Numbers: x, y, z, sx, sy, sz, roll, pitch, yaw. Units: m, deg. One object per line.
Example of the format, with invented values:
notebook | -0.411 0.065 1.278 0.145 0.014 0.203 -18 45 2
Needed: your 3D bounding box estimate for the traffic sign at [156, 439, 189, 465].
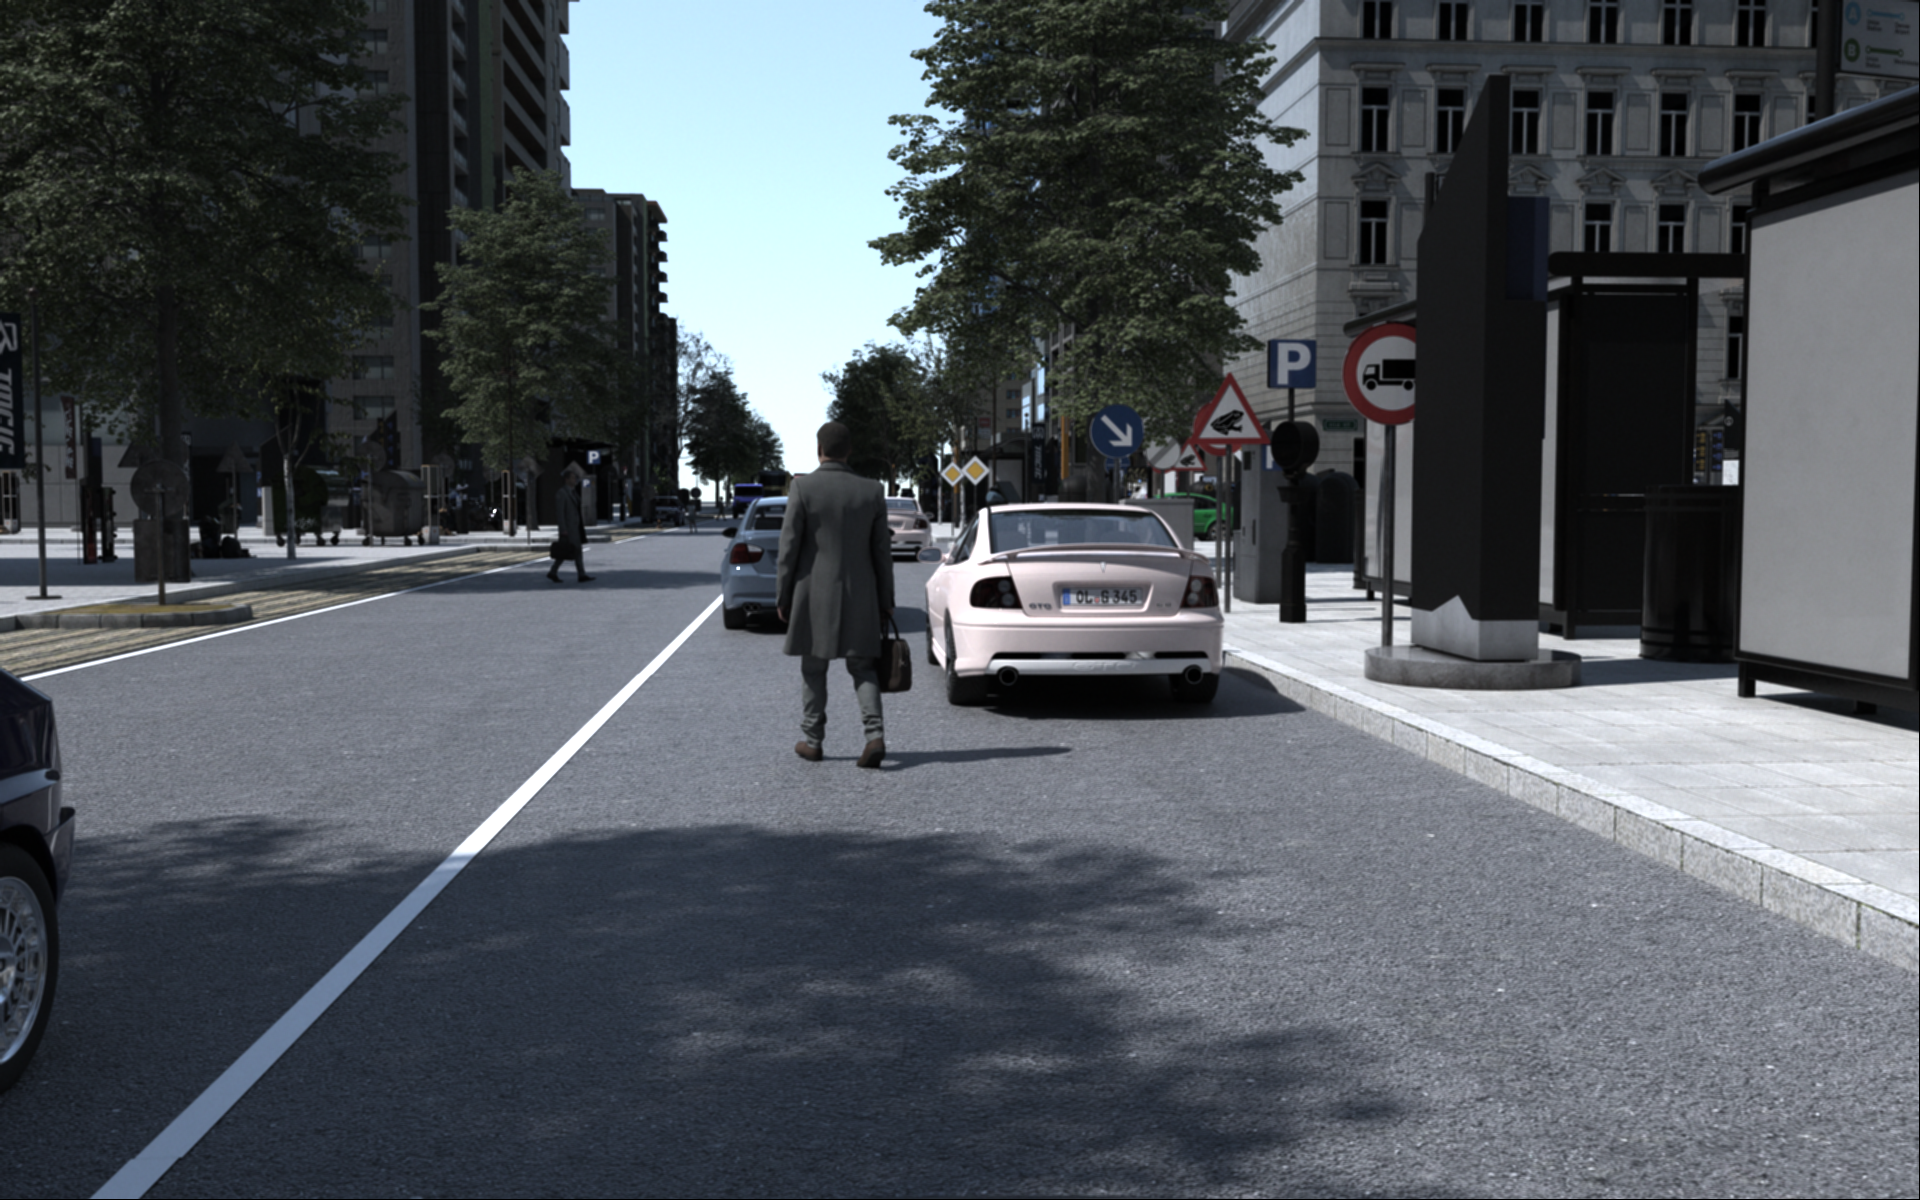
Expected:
traffic sign | -16.895 -2.265 37.133 0.768 2.556 0.104 0 4 4

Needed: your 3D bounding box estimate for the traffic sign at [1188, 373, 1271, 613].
traffic sign | 2.887 -1.139 18.629 0.884 2.594 0.081 0 4 2

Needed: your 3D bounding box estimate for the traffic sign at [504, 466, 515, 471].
traffic sign | -20.141 -4.748 77.735 0.768 2.556 0.104 0 4 -4

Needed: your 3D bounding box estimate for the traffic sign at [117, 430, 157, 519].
traffic sign | -16.580 -2.141 35.007 0.884 2.594 0.081 0 4 -1

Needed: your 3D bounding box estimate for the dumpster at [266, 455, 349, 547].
dumpster | -16.127 -2.468 42.845 1.502 2.255 1.985 0 4 -5

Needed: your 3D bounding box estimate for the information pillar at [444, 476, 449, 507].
information pillar | -20.626 -3.958 69.212 0.304 2.012 0.304 2 4 23

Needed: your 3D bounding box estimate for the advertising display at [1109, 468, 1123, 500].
advertising display | 3.880 -2.304 42.891 0.123 1.923 0.974 1 4 22

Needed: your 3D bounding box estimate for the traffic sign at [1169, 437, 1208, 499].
traffic sign | 5.238 -2.431 39.751 0.884 2.594 0.081 0 4 2

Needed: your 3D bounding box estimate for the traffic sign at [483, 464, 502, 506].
traffic sign | -18.629 -4.213 68.988 0.768 2.556 0.104 0 4 1

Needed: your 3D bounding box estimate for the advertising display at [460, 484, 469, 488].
advertising display | -31.157 -6.293 108.106 0.974 1.923 0.123 -1 4 -20

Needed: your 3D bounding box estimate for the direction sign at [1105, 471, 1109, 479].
direction sign | 8.674 -6.864 104.221 0.379 3.537 0.876 3 5 42

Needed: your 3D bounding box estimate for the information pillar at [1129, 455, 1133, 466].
information pillar | 9.551 -6.449 96.793 0.183 3.616 0.504 -1 4 -9

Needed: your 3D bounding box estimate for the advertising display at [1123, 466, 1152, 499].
advertising display | 4.125 -2.120 39.874 0.123 1.923 0.974 -2 4 -24

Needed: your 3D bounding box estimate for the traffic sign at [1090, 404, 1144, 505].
traffic sign | 2.230 -1.500 24.626 0.768 2.556 0.104 0 4 5

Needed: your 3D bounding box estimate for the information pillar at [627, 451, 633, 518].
information pillar | -18.078 -6.323 94.734 0.183 3.616 0.504 -2 4 -34

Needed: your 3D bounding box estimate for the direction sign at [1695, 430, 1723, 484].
direction sign | 26.330 -4.218 60.963 0.876 3.537 0.379 1 4 18

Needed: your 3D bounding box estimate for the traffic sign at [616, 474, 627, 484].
traffic sign | -20.994 -6.570 107.518 0.768 2.556 0.104 0 4 -3

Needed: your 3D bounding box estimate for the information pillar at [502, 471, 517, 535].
information pillar | -14.286 -3.085 54.925 0.304 2.012 0.304 2 4 34

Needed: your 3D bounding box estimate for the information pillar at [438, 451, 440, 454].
information pillar | -28.201 -6.276 93.961 0.183 3.616 0.504 -2 4 -32

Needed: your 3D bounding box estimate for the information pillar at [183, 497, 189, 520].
information pillar | -28.583 -3.622 63.708 0.304 2.012 0.304 0 3 0

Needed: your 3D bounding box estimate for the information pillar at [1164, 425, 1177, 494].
information pillar | 6.931 -4.031 57.267 0.504 3.616 0.183 2 4 32

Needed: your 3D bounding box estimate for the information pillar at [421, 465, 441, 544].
information pillar | -13.546 -2.436 44.314 0.304 2.012 0.304 2 4 35

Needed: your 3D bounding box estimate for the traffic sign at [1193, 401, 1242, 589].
traffic sign | 3.514 -1.428 23.457 0.768 2.556 0.104 0 4 -4

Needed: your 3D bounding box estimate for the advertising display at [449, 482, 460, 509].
advertising display | -27.248 -5.330 92.357 0.123 1.923 0.974 2 4 32

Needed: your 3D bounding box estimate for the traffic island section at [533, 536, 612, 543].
traffic island section | -11.558 -1.808 51.843 2.009 0.180 2.903 0 4 -4

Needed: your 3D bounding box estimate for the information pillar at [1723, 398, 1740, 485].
information pillar | 18.831 -3.114 42.268 0.183 3.616 0.504 -2 4 -27

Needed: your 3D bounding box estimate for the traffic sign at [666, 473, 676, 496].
traffic sign | -18.088 -6.577 107.545 0.884 2.594 0.081 0 4 -2

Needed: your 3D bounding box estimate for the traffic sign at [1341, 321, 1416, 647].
traffic sign | 3.187 -0.780 12.852 0.768 2.556 0.104 0 4 -2

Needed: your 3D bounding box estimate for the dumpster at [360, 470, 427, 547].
dumpster | -14.031 -2.270 42.866 1.264 1.857 1.865 0 4 -4

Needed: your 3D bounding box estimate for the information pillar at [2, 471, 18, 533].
information pillar | -30.954 -3.177 56.442 0.304 2.012 0.304 1 4 11

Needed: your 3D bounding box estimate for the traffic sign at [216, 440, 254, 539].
traffic sign | -17.505 -2.557 41.810 0.884 2.594 0.081 0 4 -3

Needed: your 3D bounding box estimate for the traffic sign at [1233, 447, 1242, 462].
traffic sign | 4.190 -1.473 25.273 0.795 2.450 0.064 0 4 -3

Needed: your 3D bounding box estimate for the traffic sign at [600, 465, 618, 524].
traffic sign | -15.283 -4.607 75.431 0.768 2.556 0.104 0 4 3

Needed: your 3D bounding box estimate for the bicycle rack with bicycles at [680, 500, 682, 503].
bicycle rack with bicycles | -19.353 -6.087 112.901 2.852 0.926 2.925 -1 4 -17

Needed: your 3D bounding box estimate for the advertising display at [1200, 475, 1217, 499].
advertising display | 8.666 -3.360 60.151 0.974 1.923 0.123 -3 5 -43

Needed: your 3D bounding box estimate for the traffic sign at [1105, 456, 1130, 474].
traffic sign | 4.726 -3.178 52.060 0.768 2.556 0.104 0 4 1

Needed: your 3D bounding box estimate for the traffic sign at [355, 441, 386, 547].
traffic sign | -14.221 -2.548 41.772 0.768 2.556 0.104 0 4 5

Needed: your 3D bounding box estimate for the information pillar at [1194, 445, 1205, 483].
information pillar | 9.500 -4.736 68.788 0.183 3.616 0.504 -3 4 -38

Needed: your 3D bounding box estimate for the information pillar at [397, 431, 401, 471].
information pillar | -20.898 -4.457 64.229 0.183 3.616 0.504 1 4 19

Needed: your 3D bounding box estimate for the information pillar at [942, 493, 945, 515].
information pillar | -1.067 -5.965 102.013 0.304 2.012 0.304 1 4 11

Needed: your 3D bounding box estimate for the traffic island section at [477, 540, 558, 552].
traffic island section | -10.942 -1.321 43.881 2.009 0.180 2.903 0 4 -4

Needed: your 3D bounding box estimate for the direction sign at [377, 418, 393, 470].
direction sign | -17.134 -3.651 51.693 0.379 3.537 0.876 1 4 10

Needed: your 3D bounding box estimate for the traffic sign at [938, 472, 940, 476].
traffic sign | -1.341 -5.980 97.878 0.768 2.556 0.104 0 4 5

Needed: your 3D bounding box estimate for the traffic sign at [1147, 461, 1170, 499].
traffic sign | 5.067 -2.654 43.494 0.768 2.556 0.104 0 4 1

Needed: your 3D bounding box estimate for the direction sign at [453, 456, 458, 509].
direction sign | -29.007 -6.588 99.703 0.379 3.537 0.876 0 4 -3

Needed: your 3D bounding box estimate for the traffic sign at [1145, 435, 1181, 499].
traffic sign | 4.282 -2.233 36.611 0.768 2.556 0.104 0 4 1
